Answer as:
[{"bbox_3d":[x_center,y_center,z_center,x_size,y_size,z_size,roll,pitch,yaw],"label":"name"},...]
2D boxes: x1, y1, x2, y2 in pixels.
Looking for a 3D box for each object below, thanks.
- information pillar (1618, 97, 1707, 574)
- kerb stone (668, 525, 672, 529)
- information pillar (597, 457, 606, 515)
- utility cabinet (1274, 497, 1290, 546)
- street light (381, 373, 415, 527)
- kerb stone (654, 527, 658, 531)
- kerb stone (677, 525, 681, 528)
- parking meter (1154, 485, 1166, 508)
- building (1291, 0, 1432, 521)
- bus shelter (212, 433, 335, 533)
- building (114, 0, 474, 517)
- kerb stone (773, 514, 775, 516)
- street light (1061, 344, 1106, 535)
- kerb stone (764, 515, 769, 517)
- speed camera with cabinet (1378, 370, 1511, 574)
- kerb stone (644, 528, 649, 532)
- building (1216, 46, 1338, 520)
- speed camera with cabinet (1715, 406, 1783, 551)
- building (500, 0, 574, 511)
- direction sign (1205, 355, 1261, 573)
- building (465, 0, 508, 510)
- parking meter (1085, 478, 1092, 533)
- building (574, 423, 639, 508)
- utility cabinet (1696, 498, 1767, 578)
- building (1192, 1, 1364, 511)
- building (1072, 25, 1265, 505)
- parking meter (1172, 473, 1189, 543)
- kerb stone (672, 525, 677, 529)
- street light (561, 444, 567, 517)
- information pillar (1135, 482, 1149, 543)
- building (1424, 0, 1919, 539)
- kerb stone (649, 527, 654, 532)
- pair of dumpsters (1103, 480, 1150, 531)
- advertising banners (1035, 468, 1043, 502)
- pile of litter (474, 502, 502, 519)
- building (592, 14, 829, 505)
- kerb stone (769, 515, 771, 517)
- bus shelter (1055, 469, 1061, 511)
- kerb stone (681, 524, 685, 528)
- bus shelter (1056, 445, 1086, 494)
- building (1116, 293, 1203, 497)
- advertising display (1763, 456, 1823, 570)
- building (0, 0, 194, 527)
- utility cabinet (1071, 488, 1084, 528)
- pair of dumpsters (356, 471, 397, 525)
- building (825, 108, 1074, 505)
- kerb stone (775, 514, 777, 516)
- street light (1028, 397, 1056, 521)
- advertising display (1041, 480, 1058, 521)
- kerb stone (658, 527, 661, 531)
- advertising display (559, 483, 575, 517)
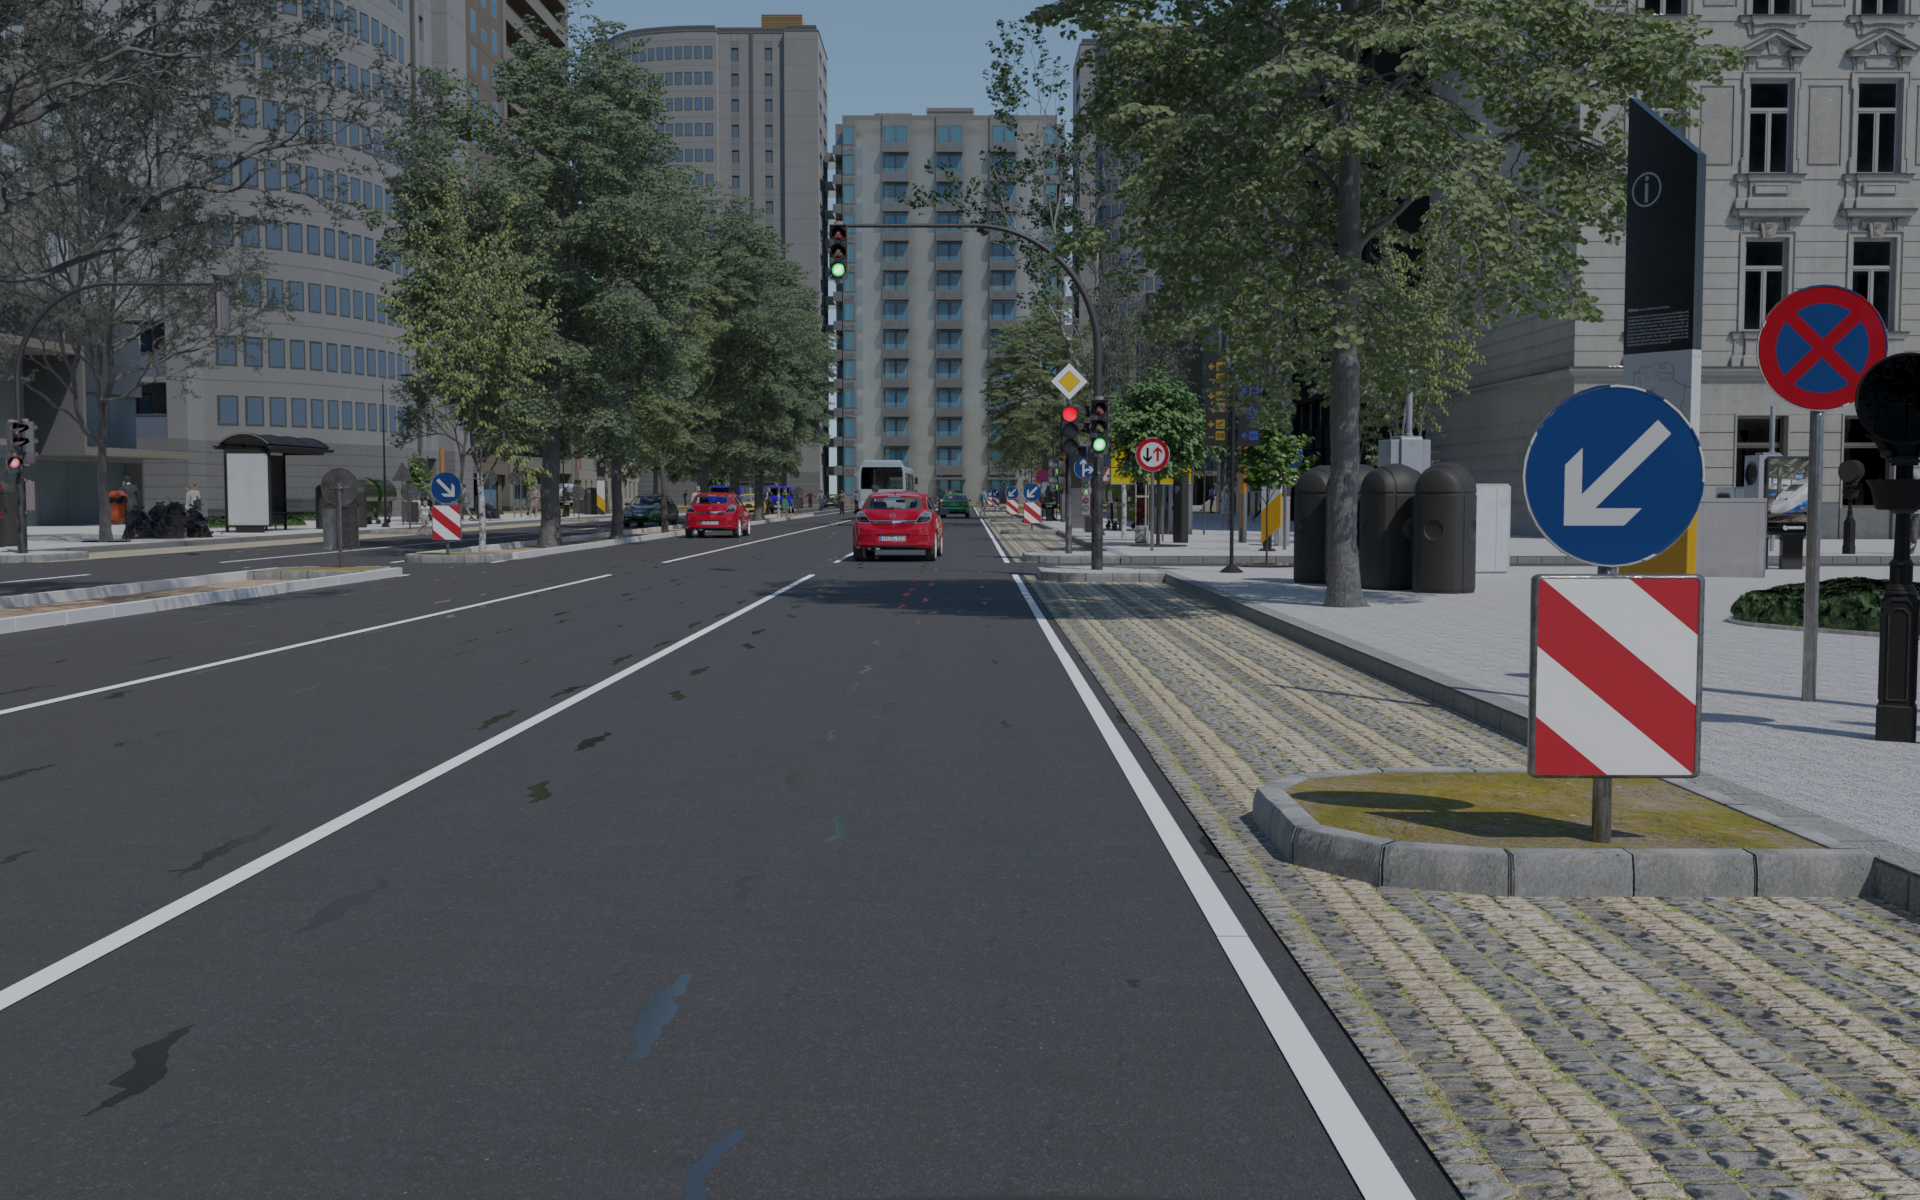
[{"bbox_3d":[4.089,-1.149,10.144,0.183,3.616,0.504,-2,4,-31],"label":"information pillar"},{"bbox_3d":[-11.738,-2.875,69.199,0.120,0.150,1.000,0,4,0],"label":"kerb stone"},{"bbox_3d":[-22.094,-7.048,106.596,0.504,3.616,0.183,0,4,-7],"label":"information pillar"},{"bbox_3d":[8.004,-1.956,43.139,0.306,1.237,1.020,0,4,4],"label":"utility cabinet"},{"bbox_3d":[-21.637,-5.758,66.681,1.470,5.913,1.316,0,4,0],"label":"street light"},{"bbox_3d":[-11.767,-2.687,66.132,0.120,0.150,1.000,0,4,0],"label":"kerb stone"},{"bbox_3d":[-11.734,-3.001,71.257,0.120,0.150,1.000,0,4,0],"label":"kerb stone"},{"bbox_3d":[6.635,-3.178,57.676,0.399,1.863,0.255,2,4,32],"label":"parking meter"},{"bbox_3d":[21.912,-14.949,74.089,12.332,23.373,15.834,0,4,0],"label":"building"},{"bbox_3d":[-23.564,-4.027,59.762,2.014,3.302,5.546,0,4,0],"label":"bus shelter"},{"bbox_3d":[-42.252,-33.961,97.269,21.231,58.520,28.212,0,4,0],"label":"building"},{"bbox_3d":[-11.607,-5.131,106.086,0.120,0.150,1.000,0,4,0],"label":"kerb stone"},{"bbox_3d":[3.836,-4.970,53.803,1.470,5.913,1.316,0,4,0],"label":"street light"},{"bbox_3d":[-11.627,-4.941,103.019,0.120,0.150,1.000,0,4,0],"label":"kerb stone"},{"bbox_3d":[7.816,-2.056,27.955,2.038,3.252,0.660,-1,4,-8],"label":"speed camera with cabinet"},{"bbox_3d":[-11.767,-2.562,64.088,0.120,0.150,1.000,0,4,0],"label":"kerb stone"},{"bbox_3d":[23.833,-16.155,97.425,16.112,22.955,30.059,0,4,0],"label":"building"},{"bbox_3d":[18.018,-2.770,39.617,0.660,3.252,2.038,0,4,-2],"label":"speed camera with cabinet"},{"bbox_3d":[-43.828,-31.396,137.022,21.300,48.544,21.600,0,4,0],"label":"building"},{"bbox_3d":[4.435,-2.214,28.189,0.876,3.537,0.379,0,4,3],"label":"direction sign"},{"bbox_3d":[-40.178,-28.682,119.059,14.600,45.320,14.200,0,4,0],"label":"building"},{"bbox_3d":[4.341,-3.174,57.602,0.399,1.863,0.255,0,4,-3],"label":"parking meter"},{"bbox_3d":[-47.454,-19.489,163.681,28.899,21.520,27.650,0,4,0],"label":"building"},{"bbox_3d":[11.883,-0.954,26.758,1.020,1.237,0.306,1,4,22],"label":"utility cabinet"},{"bbox_3d":[32.221,-27.175,136.188,32.217,40.220,23.993,0,4,0],"label":"building"},{"bbox_3d":[28.686,-41.287,217.041,28.212,58.520,21.231,0,4,0],"label":"building"},{"bbox_3d":[5.790,-2.431,45.461,0.255,1.863,0.399,-2,4,-35],"label":"parking meter"},{"bbox_3d":[-11.739,-2.938,70.234,0.120,0.150,1.000,0,4,0],"label":"kerb stone"},{"bbox_3d":[-21.454,-7.552,96.010,1.470,5.913,1.316,0,4,0],"label":"street light"},{"bbox_3d":[4.756,-2.493,45.254,0.304,2.012,0.304,1,4,19],"label":"information pillar"},{"bbox_3d":[38.725,-17.091,55.854,44.131,29.872,17.030,0,4,0],"label":"building"},{"bbox_3d":[-11.759,-2.619,65.110,0.120,0.150,1.000,0,4,0],"label":"kerb stone"},{"bbox_3d":[5.983,-3.621,61.692,1.574,2.255,4.437,0,4,0],"label":"pair of dumpsters"},{"bbox_3d":[4.958,-6.851,108.197,0.090,3.025,2.074,-1,4,-14],"label":"advertising banners"},{"bbox_3d":[-24.578,-4.637,89.777,1.719,0.858,1.176,-2,4,-26],"label":"pile of litter"},{"bbox_3d":[-30.776,-41.283,216.977,28.212,58.520,21.231,0,4,0],"label":"building"},{"bbox_3d":[-11.625,-5.001,104.042,0.120,0.150,1.000,0,4,0],"label":"kerb stone"},{"bbox_3d":[6.989,-6.882,106.438,2.014,3.302,5.546,0,4,0],"label":"bus shelter"},{"bbox_3d":[-11.728,-3.063,72.279,0.120,0.150,1.000,0,4,0],"label":"kerb stone"},{"bbox_3d":[5.663,-5.668,83.957,1.731,3.624,6.357,0,3,0],"label":"bus shelter"},{"bbox_3d":[29.785,-19.458,163.179,27.650,21.520,28.899,0,4,0],"label":"building"},{"bbox_3d":[14.142,-1.481,29.429,0.974,1.923,0.123,0,4,-3],"label":"advertising display"},{"bbox_3d":[-47.120,-28.869,61.250,28.713,52.752,27.495,0,4,0],"label":"building"},{"bbox_3d":[4.458,-3.422,64.627,0.318,1.500,1.173,-2,4,-31],"label":"utility cabinet"},{"bbox_3d":[-25.217,-4.316,73.068,1.574,2.255,4.437,0,4,0],"label":"pair of dumpsters"},{"bbox_3d":[-1.286,-36.570,217.533,30.456,49.044,23.786,0,4,0],"label":"building"},{"bbox_3d":[-11.613,-5.193,107.108,0.120,0.150,1.000,0,4,0],"label":"kerb stone"},{"bbox_3d":[3.931,-6.751,82.925,1.470,5.913,1.316,0,4,0],"label":"street light"},{"bbox_3d":[4.215,-4.672,81.606,0.974,1.923,0.123,3,5,43],"label":"advertising display"},{"bbox_3d":[-11.742,-2.750,67.154,0.120,0.150,1.000,0,4,0],"label":"kerb stone"},{"bbox_3d":[-22.484,-5.731,98.915,0.974,1.923,0.123,0,4,-4],"label":"advertising display"}]
